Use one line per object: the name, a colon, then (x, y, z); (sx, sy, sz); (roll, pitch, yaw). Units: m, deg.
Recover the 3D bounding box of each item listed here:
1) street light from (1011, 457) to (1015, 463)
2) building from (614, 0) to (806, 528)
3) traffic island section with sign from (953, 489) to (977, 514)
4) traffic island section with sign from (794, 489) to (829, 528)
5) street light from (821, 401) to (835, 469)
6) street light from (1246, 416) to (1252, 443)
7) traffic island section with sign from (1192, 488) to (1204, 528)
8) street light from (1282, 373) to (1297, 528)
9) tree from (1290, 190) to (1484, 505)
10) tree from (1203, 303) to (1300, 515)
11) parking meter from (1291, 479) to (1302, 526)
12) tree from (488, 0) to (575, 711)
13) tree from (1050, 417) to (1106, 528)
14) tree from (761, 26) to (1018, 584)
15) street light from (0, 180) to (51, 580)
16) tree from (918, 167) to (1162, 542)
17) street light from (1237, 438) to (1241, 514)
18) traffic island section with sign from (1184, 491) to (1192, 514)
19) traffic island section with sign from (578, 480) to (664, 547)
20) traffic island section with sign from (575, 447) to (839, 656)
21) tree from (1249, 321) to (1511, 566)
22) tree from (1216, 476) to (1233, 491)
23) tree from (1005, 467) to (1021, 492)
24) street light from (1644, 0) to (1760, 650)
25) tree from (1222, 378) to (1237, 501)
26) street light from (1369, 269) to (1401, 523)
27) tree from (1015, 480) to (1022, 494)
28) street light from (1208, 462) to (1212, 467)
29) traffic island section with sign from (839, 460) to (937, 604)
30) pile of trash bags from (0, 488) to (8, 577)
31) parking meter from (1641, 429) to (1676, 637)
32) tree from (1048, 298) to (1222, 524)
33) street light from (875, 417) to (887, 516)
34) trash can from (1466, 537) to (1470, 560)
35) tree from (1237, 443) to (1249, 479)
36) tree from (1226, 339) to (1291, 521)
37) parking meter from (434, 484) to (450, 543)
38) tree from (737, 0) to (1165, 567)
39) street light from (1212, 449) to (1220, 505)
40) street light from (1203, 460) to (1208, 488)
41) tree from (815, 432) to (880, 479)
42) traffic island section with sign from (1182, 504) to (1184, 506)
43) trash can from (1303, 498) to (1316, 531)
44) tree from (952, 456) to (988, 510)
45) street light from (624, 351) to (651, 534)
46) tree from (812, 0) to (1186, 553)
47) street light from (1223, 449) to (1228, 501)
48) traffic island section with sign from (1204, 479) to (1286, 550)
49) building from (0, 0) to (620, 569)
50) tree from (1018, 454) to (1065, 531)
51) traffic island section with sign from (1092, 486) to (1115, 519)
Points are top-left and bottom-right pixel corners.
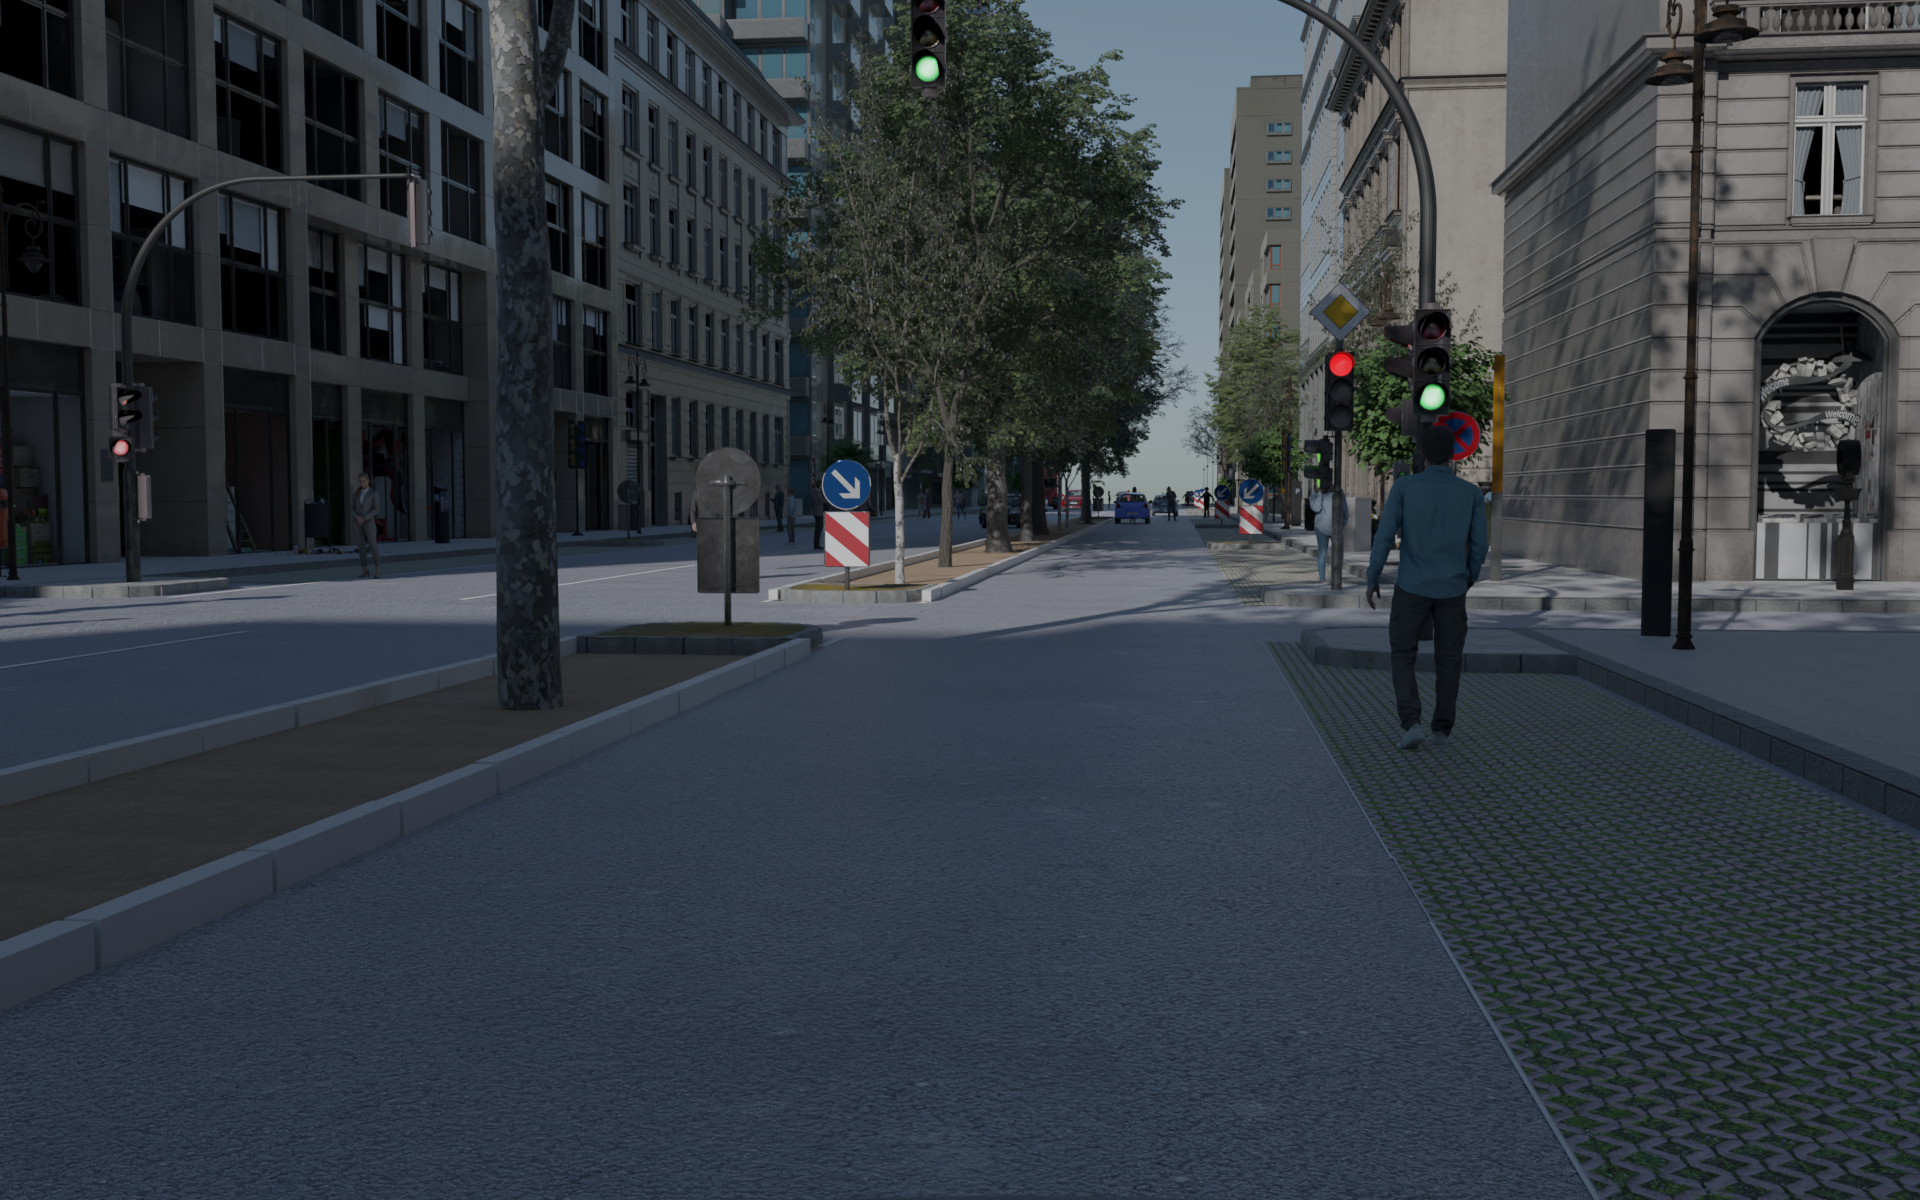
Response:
street light: (5.673, -12.988, 185.144); (0.468, 5.910, 1.993); (0, 4, 7)
building: (-17.870, -14.912, 77.094); (16.112, 22.955, 30.059); (0, 4, 7)
traffic island section with sign: (0.175, -7.076, 124.317); (1.989, 1.847, 2.006); (0, 4, 7)
traffic island section with sign: (-5.987, -4.040, 74.674); (1.989, 1.847, 2.006); (0, 4, 7)
street light: (-6.547, -6.918, 85.899); (0.468, 5.910, 1.993); (0, 4, 7)
street light: (15.999, -7.500, 95.420); (0.468, 5.910, 1.993); (0, 4, 7)
traffic island section with sign: (10.866, -3.919, 72.710); (1.989, 1.847, 2.006); (0, 4, 7)
street light: (12.427, -5.664, 65.402); (0.468, 5.910, 1.993); (0, 4, 7)
tree: (10.338, -5.601, 41.933); (4.360, 8.622, 3.978); (0, 3, 0)
tree: (17.984, -11.356, 103.790); (7.486, 12.596, 7.792); (0, 3, 0)
parking meter: (13.447, -3.883, 69.201); (0.399, 1.863, 0.255); (-1, 4, -12)
tree: (-1.776, -9.274, 9.983); (12.611, 20.169, 13.585); (0, 3, 0)
tree: (4.485, -7.302, 72.201); (4.360, 8.622, 3.978); (0, 3, 0)
tree: (-0.970, -4.542, 27.083); (4.360, 8.622, 3.978); (0, 3, 0)
street light: (-14.135, -3.235, 25.678); (0.468, 5.910, 1.993); (0, 4, 7)
tree: (2.049, -7.976, 50.995); (7.486, 12.596, 7.792); (0, 3, 0)
street light: (18.255, -8.603, 113.441); (0.468, 5.910, 1.993); (0, 4, 7)
traffic island section with sign: (17.049, -6.967, 122.530); (1.989, 1.847, 2.006); (0, 4, 7)
traffic island section with sign: (-9.300, -2.403, 47.923); (1.989, 1.847, 2.006); (0, 4, 7)
traffic island section with sign: (-2.345, -0.499, 16.301); (2.006, 1.907, 1.989); (0, 4, 7)
tree: (8.254, -2.915, 31.380); (4.285, 4.588, 4.351); (0, 3, 0)
tree: (24.846, -10.401, 164.652); (1.663, 3.219, 1.824); (0, 3, 0)
tree: (4.026, -11.769, 176.140); (4.285, 4.588, 4.351); (0, 3, 0)
street light: (5.993, -2.531, 14.165); (0.468, 5.910, 1.993); (0, 4, 7)
tree: (27.981, -16.632, 182.304); (12.009, 13.543, 11.850); (0, 3, 0)
street light: (8.737, -3.849, 35.719); (0.468, 5.910, 1.993); (0, 4, 7)
tree: (7.236, -12.474, 198.552); (1.663, 3.219, 1.824); (0, 3, 0)
street light: (28.567, -13.630, 195.645); (0.468, 5.910, 1.993); (0, 4, 7)
traffic island section with sign: (-1.424, -0.949, 23.650); (2.006, 1.907, 1.989); (0, 4, 7)
pile of trash bags: (-16.131, -1.002, 26.137); (3.447, 1.369, 1.912); (-1, 4, -14)
parking meter: (6.347, -0.614, 15.745); (0.255, 1.863, 0.399); (1, 4, 21)
tree: (6.043, -10.330, 81.726); (12.009, 13.543, 11.850); (0, 3, 0)
street light: (-4.638, -7.899, 101.936); (0.468, 5.910, 1.993); (0, 4, 7)
trash can: (7.219, -0.828, 25.199); (0.748, 1.137, 0.748); (0, 3, 0)
tree: (14.301, -5.802, 78.582); (4.285, 4.588, 4.351); (0, 3, 0)
tree: (14.674, -8.113, 83.014); (4.360, 8.622, 3.978); (0, 3, 0)
parking meter: (-13.496, -2.244, 45.100); (0.372, 1.533, 0.369); (0, 3, 0)
tree: (-0.356, -5.883, 33.063); (8.767, 10.594, 7.601); (0, 4, 7)
street light: (25.717, -12.247, 173.033); (0.468, 5.910, 1.993); (0, 4, 7)
street light: (32.243, -15.479, 225.867); (0.468, 5.910, 1.993); (0, 4, 7)
tree: (-5.932, -6.596, 91.563); (4.285, 4.588, 4.351); (0, 3, 0)
traffic island section with sign: (20.369, -8.603, 149.281); (1.989, 1.847, 2.006); (0, 4, 7)
trash can: (12.319, -2.981, 60.394); (0.748, 1.137, 0.748); (0, 3, 0)
tree: (0.373, -9.826, 144.372); (4.285, 4.588, 4.351); (0, 3, 0)
street light: (-10.391, -5.085, 55.921); (0.468, 5.910, 1.993); (0, 4, 7)
tree: (0.942, -8.118, 41.846); (9.857, 13.997, 8.962); (0, 3, 0)
street light: (22.025, -10.432, 143.350); (0.468, 5.910, 1.993); (0, 4, 7)
traffic island section with sign: (7.493, -2.251, 45.438); (1.989, 1.847, 2.006); (0, 4, 7)
building: (-23.762, -14.734, 45.425); (19.350, 26.468, 34.151); (0, 4, 7)
tree: (3.875, -7.020, 67.601); (4.737, 8.622, 4.395); (0, 3, 0)
traffic island section with sign: (7.809, -5.510, 98.222); (2.006, 1.907, 1.989); (0, 4, 7)
